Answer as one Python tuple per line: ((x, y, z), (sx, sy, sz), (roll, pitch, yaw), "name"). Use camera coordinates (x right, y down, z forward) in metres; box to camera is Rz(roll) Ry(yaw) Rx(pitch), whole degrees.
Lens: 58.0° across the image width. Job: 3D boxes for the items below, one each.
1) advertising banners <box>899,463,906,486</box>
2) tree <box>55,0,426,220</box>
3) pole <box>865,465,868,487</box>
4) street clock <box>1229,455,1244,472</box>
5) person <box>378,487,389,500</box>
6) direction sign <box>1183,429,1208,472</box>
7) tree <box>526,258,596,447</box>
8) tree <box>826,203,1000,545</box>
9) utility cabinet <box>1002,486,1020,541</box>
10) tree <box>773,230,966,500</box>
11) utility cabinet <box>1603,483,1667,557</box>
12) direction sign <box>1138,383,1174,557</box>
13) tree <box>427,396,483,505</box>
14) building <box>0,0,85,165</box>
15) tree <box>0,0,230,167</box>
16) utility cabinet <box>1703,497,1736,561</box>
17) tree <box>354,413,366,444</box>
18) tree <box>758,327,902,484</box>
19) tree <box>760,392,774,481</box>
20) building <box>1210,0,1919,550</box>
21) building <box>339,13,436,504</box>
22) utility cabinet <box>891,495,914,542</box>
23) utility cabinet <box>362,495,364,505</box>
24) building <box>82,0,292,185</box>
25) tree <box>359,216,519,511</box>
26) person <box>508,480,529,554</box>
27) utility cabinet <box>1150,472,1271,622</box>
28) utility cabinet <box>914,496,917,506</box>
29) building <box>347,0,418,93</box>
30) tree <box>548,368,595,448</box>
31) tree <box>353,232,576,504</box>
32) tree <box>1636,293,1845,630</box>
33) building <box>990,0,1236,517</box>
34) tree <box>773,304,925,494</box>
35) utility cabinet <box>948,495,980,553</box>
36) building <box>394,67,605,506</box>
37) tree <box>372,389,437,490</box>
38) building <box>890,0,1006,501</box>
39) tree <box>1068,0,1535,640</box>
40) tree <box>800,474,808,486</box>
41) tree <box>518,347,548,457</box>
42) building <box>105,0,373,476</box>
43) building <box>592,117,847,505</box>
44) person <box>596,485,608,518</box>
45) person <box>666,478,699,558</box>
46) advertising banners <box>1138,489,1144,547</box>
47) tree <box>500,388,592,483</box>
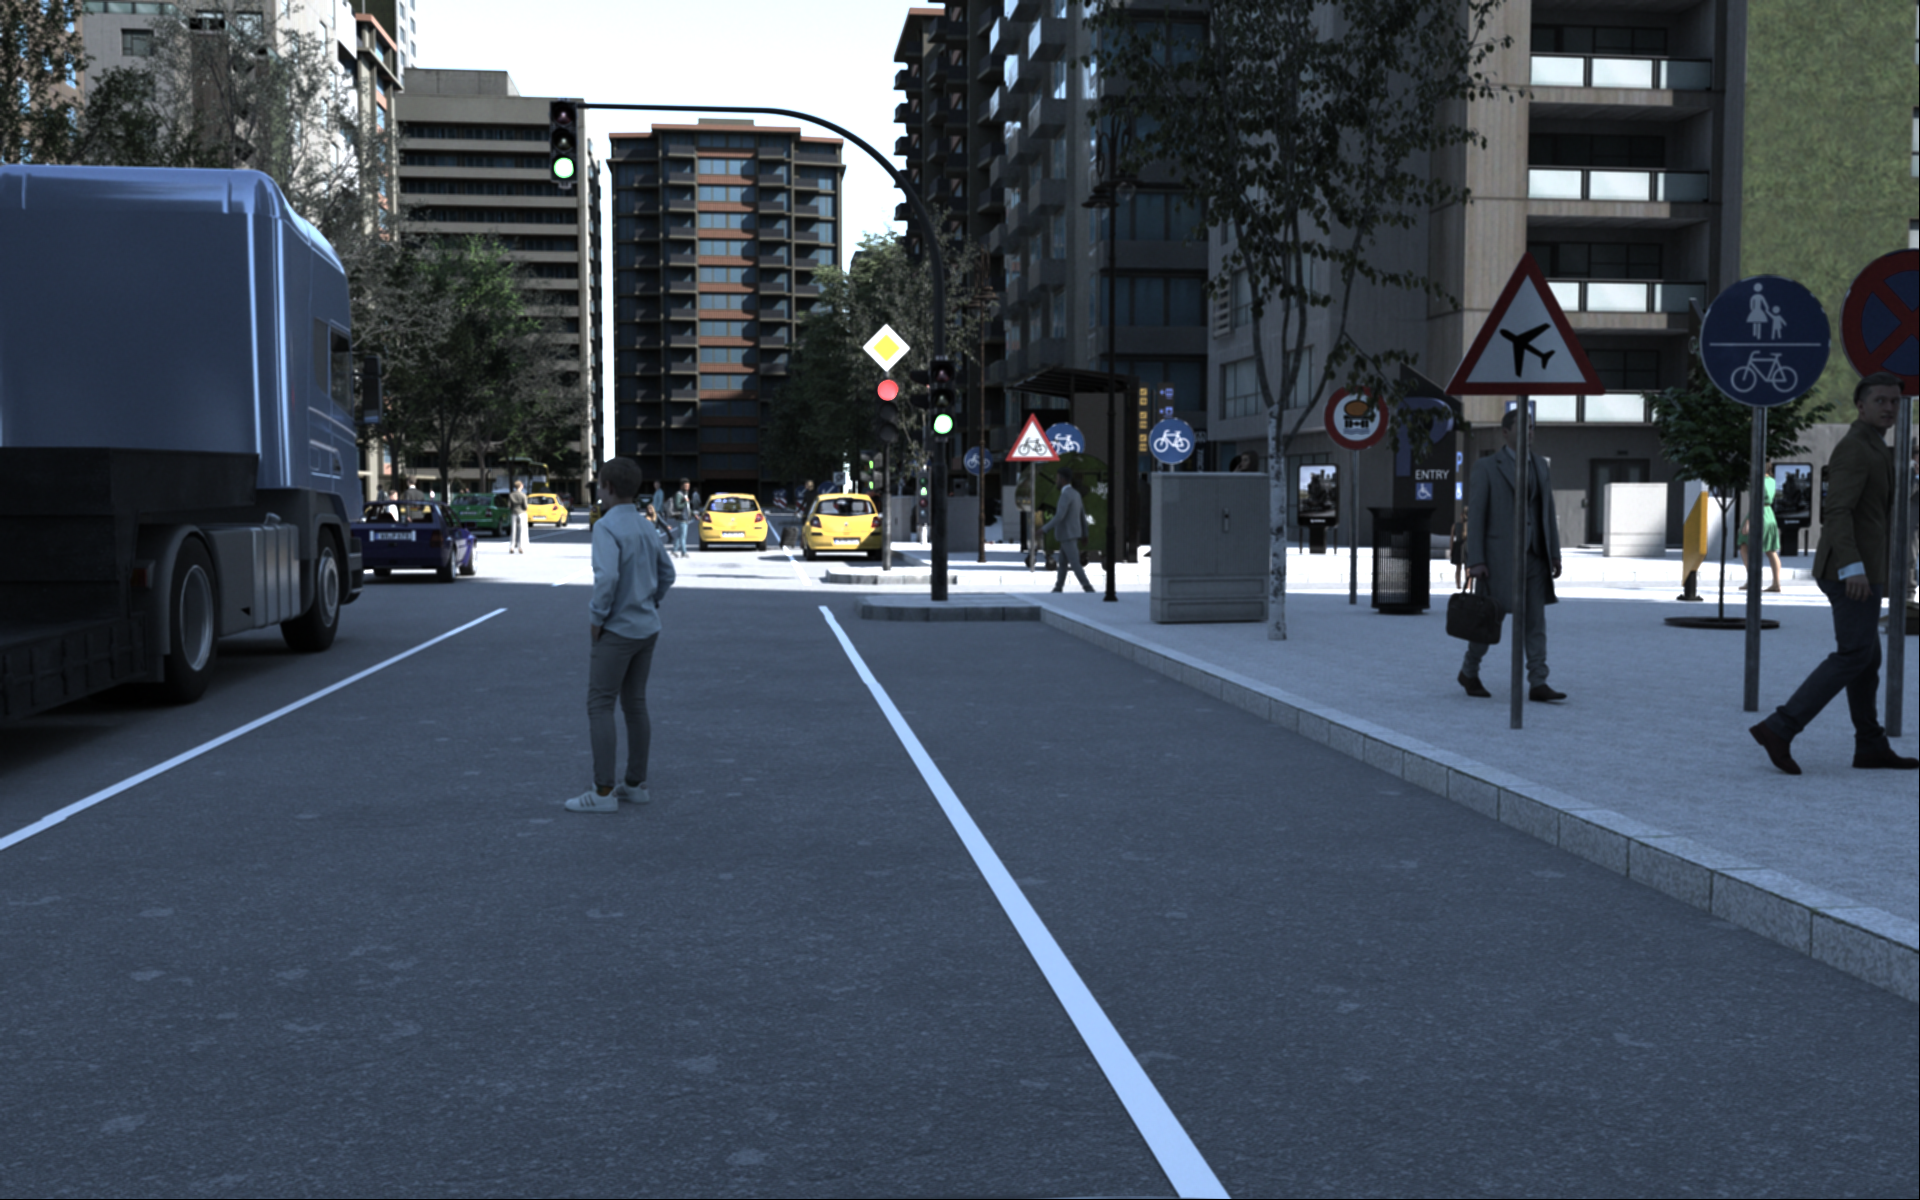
((-3.970, -6.264, 98.607), (2.074, 3.025, 0.090), (-1, 4, -14), "advertising banners")
((-17.074, -7.811, 40.531), (12.009, 13.543, 11.850), (0, 3, 0), "tree")
((-5.478, -6.586, 101.532), (0.158, 3.312, 0.155), (0, 3, 0), "pole")
((5.286, -1.701, 32.385), (0.471, 2.002, 0.358), (3, 4, 39), "street clock")
((-28.706, -4.739, 86.084), (0.391, 1.810, 0.635), (2, 4, 24), "person")
((8.173, -4.174, 60.240), (0.876, 3.537, 0.379), (2, 4, 25), "direction sign")
((-21.686, -10.127, 78.400), (12.009, 13.543, 11.850), (0, 3, 0), "tree")
((-1.154, -5.674, 43.137), (4.360, 8.622, 3.978), (0, 3, 0), "tree")
((1.750, -2.353, 47.155), (1.173, 1.500, 0.318), (0, 4, -4), "utility cabinet")
((-3.623, -9.555, 74.357), (7.486, 12.596, 7.792), (0, 3, 0), "tree")
((13.657, -1.614, 35.063), (1.173, 1.500, 0.318), (0, 4, -4), "utility cabinet")
((3.922, -2.647, 35.271), (0.876, 3.537, 0.379), (-1, 4, -9), "direction sign")
((-35.906, -10.505, 122.115), (4.360, 8.622, 3.978), (0, 3, 0), "tree")
((-47.575, -25.942, 74.266), (14.600, 45.320, 14.200), (0, 4, -7), "building")
((-15.595, -5.653, 29.302), (8.767, 10.594, 7.601), (0, 4, -7), "tree")
((14.554, -1.362, 33.423), (1.020, 1.237, 0.306), (-3, 4, -37), "utility cabinet")
((-30.821, -8.153, 83.664), (4.360, 8.622, 3.978), (0, 3, 0), "tree")
((-8.597, -12.045, 113.949), (9.611, 12.733, 9.660), (0, 3, 0), "tree")
((-14.982, -15.050, 164.196), (7.486, 12.596, 7.792), (0, 3, 0), "tree")
((15.057, -22.100, 44.924), (14.086, 41.232, 14.154), (0, 4, -7), "building")
((-63.518, -30.497, 153.249), (28.867, 44.769, 22.147), (0, 4, -7), "building")
((-1.684, -2.171, 46.665), (0.306, 1.237, 1.020), (-2, 4, -29), "utility cabinet")
((-33.508, -5.174, 95.760), (1.020, 1.237, 0.306), (0, 4, -7), "utility cabinet")
((-49.660, -20.420, 105.564), (14.160, 30.474, 14.107), (0, 4, -7), "building")
((-18.013, -6.948, 50.466), (8.767, 10.594, 7.601), (0, 4, -7), "tree")
((-10.605, -1.998, 41.709), (0.519, 1.759, 0.362), (1, 4, 10), "person")
((2.507, -0.527, 17.288), (1.173, 1.500, 0.318), (-1, 4, -16), "utility cabinet")
((-1.967, -3.560, 69.375), (0.306, 1.237, 1.020), (-2, 4, -28), "utility cabinet")
((-74.040, -46.447, 197.666), (20.611, 71.187, 20.563), (0, 4, -7), "building")
((-22.805, -9.263, 88.313), (8.767, 10.594, 7.601), (0, 4, -7), "tree")
((-20.125, -8.520, 67.517), (9.928, 11.665, 9.643), (0, 3, 0), "tree")
((7.366, -1.364, 16.908), (1.663, 3.219, 1.824), (0, 3, 0), "tree")
((13.564, -28.457, 84.876), (23.786, 49.044, 30.456), (0, 4, -7), "building")
((-5.604, -10.159, 91.861), (9.928, 11.665, 9.643), (0, 3, 0), "tree")
((0.008, -1.659, 38.279), (1.020, 1.237, 0.306), (-3, 5, -40), "utility cabinet")
((-53.206, -35.362, 201.865), (21.600, 48.544, 21.300), (0, 4, -7), "building")
((-33.633, -9.507, 105.800), (4.737, 8.622, 4.395), (0, 3, 0), "tree")
((5.421, -30.766, 157.654), (22.147, 44.769, 28.867), (0, 4, -7), "building")
((2.762, -3.940, 14.783), (4.360, 8.622, 3.978), (0, 3, 0), "tree")
((-15.865, -13.800, 175.998), (4.360, 8.622, 3.978), (0, 3, 0), "tree")
((-19.053, -7.455, 58.767), (8.767, 10.594, 7.601), (0, 4, -7), "tree")
((-59.576, -32.759, 124.848), (28.713, 52.752, 27.495), (0, 4, -7), "building")
((-28.106, -33.637, 204.595), (28.867, 44.769, 22.147), (0, 4, -7), "building")
((-11.926, -3.036, 58.326), (0.592, 1.802, 0.473), (1, 4, 10), "person")
((-6.174, -1.817, 38.550), (0.721, 1.781, 0.623), (0, 4, -8), "person")
((3.379, -2.777, 41.588), (2.074, 3.025, 0.090), (0, 4, 4), "advertising banners")
((-43.084, -15.930, 177.457), (9.611, 12.733, 9.660), (0, 3, 0), "tree")
